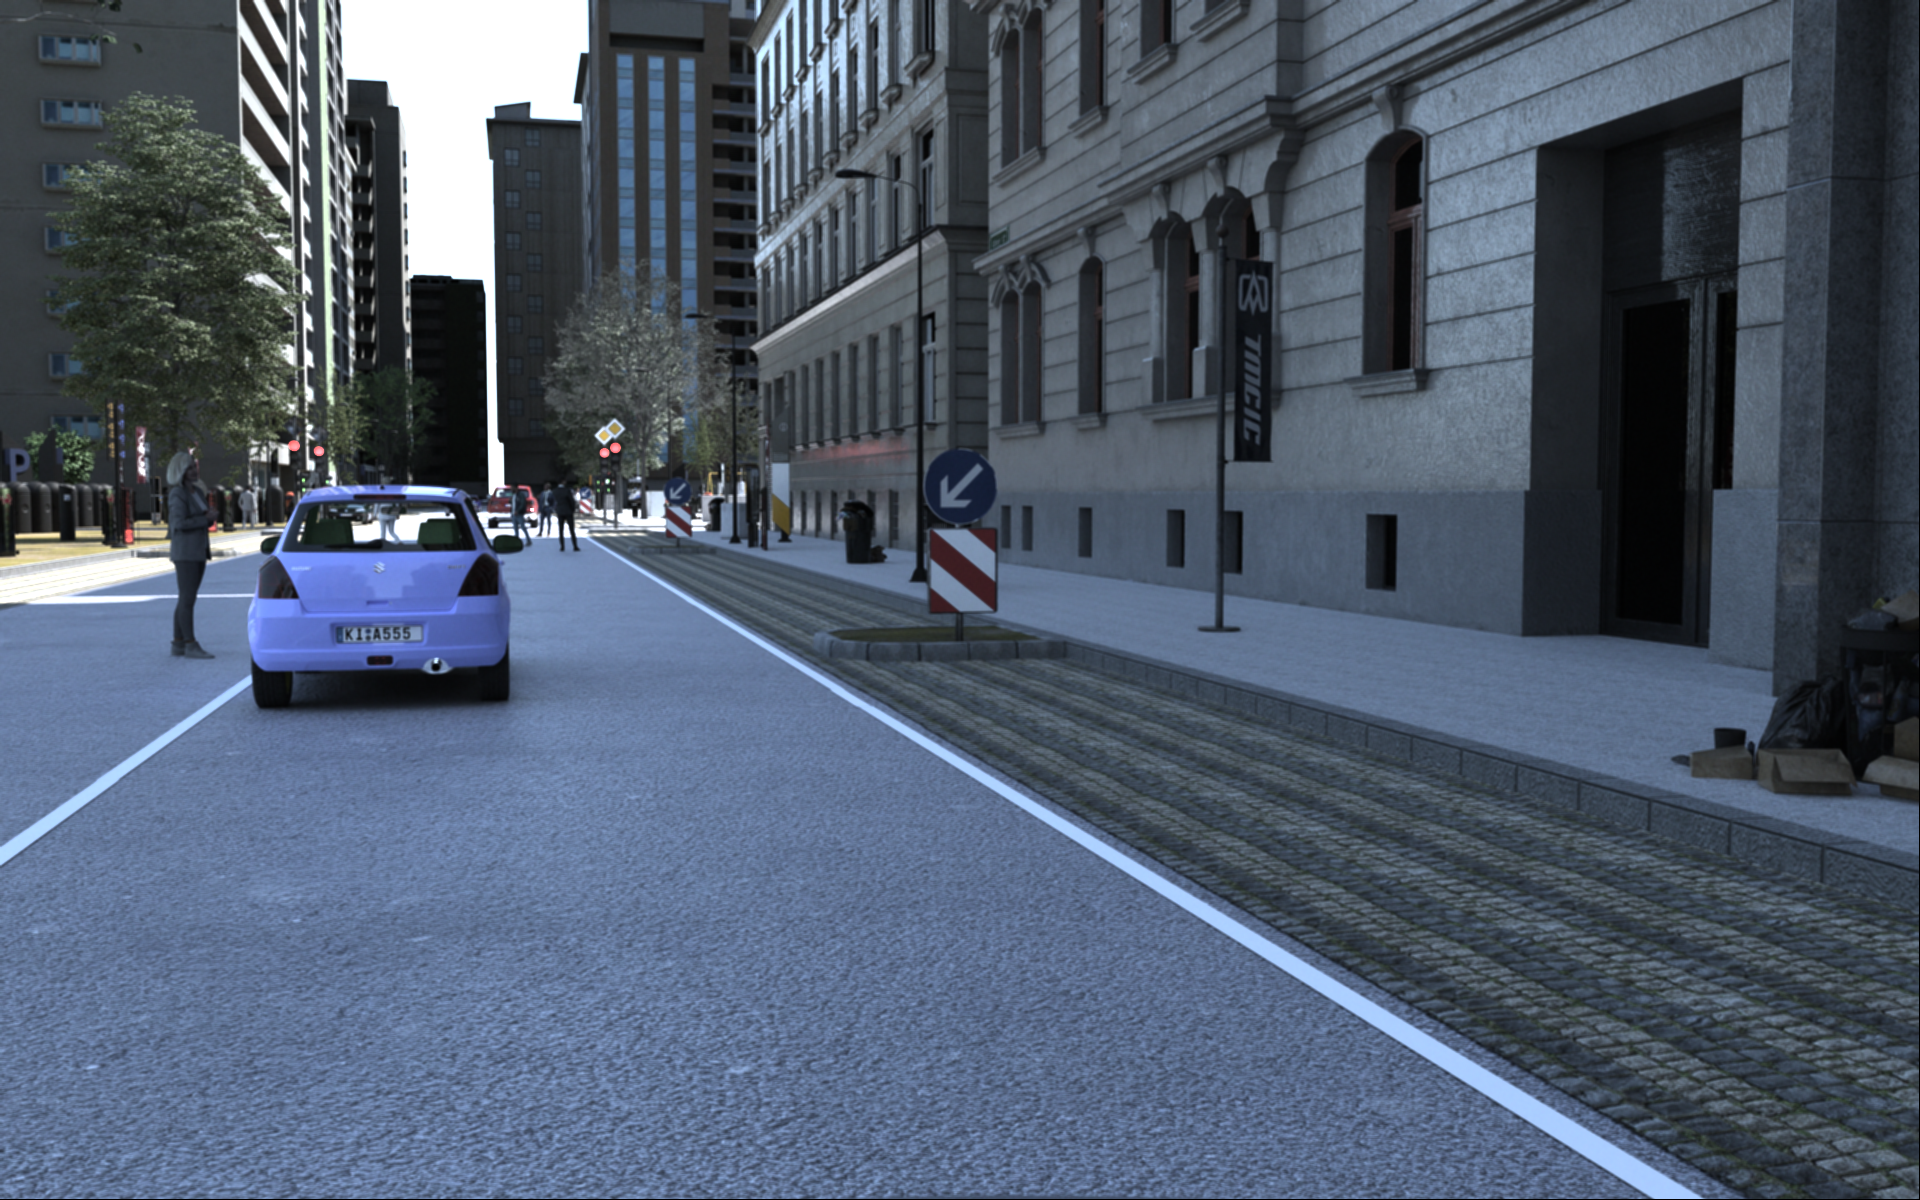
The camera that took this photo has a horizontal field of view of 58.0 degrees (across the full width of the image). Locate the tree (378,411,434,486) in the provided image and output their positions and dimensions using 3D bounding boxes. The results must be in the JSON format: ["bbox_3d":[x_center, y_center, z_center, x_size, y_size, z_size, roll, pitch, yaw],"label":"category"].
[{"bbox_3d":[-50.209,-12.680,157.686,4.360,8.622,3.978,0,3,0],"label":"tree"}]

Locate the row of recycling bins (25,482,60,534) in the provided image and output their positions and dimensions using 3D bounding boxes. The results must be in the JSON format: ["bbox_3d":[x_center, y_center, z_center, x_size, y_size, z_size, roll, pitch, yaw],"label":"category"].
[{"bbox_3d":[-30.606,-3.033,56.710,1.069,1.692,3.534,1,4,10],"label":"row of recycling bins"}]

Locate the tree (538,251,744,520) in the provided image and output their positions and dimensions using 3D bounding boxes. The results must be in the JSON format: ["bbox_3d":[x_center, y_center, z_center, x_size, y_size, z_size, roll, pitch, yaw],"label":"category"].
[{"bbox_3d":[-16.089,-10.837,87.555,12.009,13.543,11.850,0,3,0],"label":"tree"}]

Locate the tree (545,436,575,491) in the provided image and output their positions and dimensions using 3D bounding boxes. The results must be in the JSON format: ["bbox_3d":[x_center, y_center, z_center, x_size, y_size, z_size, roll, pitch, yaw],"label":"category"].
[{"bbox_3d":[-49.864,-16.283,216.595,4.360,8.622,3.978,0,3,0],"label":"tree"}]

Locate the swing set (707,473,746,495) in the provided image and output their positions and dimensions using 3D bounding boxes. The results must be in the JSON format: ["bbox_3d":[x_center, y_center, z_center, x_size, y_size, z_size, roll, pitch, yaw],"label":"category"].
[{"bbox_3d":[-16.966,-7.969,127.905,3.119,2.851,2.862,-1,4,-21],"label":"swing set"}]

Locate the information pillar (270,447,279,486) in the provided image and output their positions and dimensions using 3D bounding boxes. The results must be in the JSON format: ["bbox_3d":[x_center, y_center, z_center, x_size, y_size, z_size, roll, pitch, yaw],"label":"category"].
[{"bbox_3d":[-34.418,-5.852,87.035,0.504,3.616,0.183,2,4,30],"label":"information pillar"}]

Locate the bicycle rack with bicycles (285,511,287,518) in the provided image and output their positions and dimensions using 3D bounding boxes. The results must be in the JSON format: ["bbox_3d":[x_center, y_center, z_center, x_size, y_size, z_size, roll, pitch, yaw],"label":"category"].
[{"bbox_3d":[-33.960,-4.313,83.893,2.925,0.926,2.852,0,4,8],"label":"bicycle rack with bicycles"}]

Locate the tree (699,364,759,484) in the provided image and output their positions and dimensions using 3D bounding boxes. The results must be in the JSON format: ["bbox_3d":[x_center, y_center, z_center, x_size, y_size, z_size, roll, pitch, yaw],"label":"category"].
[{"bbox_3d":[-12.730,-9.015,97.761,4.360,8.622,3.978,0,3,0],"label":"tree"}]

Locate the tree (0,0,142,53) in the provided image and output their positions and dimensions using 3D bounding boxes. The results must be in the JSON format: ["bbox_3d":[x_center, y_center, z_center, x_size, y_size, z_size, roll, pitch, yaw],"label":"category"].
[{"bbox_3d":[-17.397,-10.338,24.912,12.611,20.169,13.585,0,3,0],"label":"tree"}]

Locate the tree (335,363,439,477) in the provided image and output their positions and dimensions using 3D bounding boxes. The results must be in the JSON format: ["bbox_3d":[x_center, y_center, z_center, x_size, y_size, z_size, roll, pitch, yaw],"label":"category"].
[{"bbox_3d":[-45.118,-12.871,136.188,9.928,11.665,9.643,0,3,0],"label":"tree"}]

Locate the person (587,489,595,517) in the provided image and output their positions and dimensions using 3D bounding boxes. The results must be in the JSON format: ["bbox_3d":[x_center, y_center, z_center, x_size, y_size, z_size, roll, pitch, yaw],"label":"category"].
[{"bbox_3d":[-20.925,-5.427,98.231,0.512,1.701,0.522,1,4,12],"label":"person"}]

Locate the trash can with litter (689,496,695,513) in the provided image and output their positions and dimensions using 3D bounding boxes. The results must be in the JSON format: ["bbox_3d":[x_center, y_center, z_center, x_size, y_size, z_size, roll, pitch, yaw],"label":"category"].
[{"bbox_3d":[-17.108,-6.215,113.001,1.055,1.170,0.624,-3,5,-39],"label":"trash can with litter"}]

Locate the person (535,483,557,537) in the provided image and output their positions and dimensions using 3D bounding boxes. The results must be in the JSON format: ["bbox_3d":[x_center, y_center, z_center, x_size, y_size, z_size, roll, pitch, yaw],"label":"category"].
[{"bbox_3d":[-13.934,-3.034,58.292,0.721,1.800,0.419,1,4,9],"label":"person"}]

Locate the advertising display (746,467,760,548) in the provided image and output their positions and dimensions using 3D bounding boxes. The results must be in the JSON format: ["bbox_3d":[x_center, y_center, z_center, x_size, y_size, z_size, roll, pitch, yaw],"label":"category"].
[{"bbox_3d":[-4.997,-2.239,41.821,0.123,1.923,0.974,0,4,6],"label":"advertising display"}]

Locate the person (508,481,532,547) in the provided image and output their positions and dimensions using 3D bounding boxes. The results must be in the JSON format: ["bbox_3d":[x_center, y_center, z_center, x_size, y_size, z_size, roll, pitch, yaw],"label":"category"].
[{"bbox_3d":[-12.054,-2.348,47.236,0.623,1.781,0.721,2,4,32],"label":"person"}]

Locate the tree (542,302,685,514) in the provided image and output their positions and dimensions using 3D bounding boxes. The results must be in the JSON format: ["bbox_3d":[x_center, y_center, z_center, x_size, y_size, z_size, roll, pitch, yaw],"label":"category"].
[{"bbox_3d":[-22.630,-12.671,113.831,9.857,13.997,8.962,0,3,0],"label":"tree"}]

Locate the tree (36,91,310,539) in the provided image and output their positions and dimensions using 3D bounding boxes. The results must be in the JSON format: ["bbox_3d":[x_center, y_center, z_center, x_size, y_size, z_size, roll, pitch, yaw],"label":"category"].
[{"bbox_3d":[-22.565,-8.062,49.938,7.486,12.596,7.792,0,3,0],"label":"tree"}]

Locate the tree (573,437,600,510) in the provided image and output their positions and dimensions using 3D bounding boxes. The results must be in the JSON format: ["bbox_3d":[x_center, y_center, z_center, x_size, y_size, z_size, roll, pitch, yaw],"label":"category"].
[{"bbox_3d":[-29.742,-11.607,140.144,4.737,8.622,4.395,0,3,0],"label":"tree"}]

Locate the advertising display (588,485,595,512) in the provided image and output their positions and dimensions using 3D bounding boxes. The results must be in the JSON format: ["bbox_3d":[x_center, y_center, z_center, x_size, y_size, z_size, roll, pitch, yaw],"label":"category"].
[{"bbox_3d":[-26.011,-7.157,122.230,0.123,1.923,0.974,-2,4,-33],"label":"advertising display"}]

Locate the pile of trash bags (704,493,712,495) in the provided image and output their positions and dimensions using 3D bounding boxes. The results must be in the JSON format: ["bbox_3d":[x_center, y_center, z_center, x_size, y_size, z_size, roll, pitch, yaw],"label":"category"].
[{"bbox_3d":[-13.887,-5.821,104.925,3.447,1.369,1.912,0,4,3],"label":"pile of trash bags"}]

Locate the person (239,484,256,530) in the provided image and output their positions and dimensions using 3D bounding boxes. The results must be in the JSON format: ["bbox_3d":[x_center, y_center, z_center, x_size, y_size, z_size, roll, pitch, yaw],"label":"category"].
[{"bbox_3d":[-26.173,-3.355,63.632,0.678,1.792,0.850,0,4,-7],"label":"person"}]

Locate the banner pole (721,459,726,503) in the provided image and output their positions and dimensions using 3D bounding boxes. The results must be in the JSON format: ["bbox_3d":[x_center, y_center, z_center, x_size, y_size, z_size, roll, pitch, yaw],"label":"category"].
[{"bbox_3d":[-16.726,-8.108,122.581,0.401,3.779,0.863,1,4,15],"label":"banner pole"}]

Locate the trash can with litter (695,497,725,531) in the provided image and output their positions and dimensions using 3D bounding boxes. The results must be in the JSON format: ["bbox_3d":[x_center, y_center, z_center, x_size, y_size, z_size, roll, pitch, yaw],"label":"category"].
[{"bbox_3d":[-8.531,-2.959,59.768,0.624,1.170,1.055,-2,4,-34],"label":"trash can with litter"}]

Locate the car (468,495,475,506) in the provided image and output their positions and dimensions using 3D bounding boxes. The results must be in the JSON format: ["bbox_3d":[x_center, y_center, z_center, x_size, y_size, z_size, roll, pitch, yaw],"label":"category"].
[{"bbox_3d":[-32.516,-6.147,112.508,2.014,1.417,4.499,-1,4,-15],"label":"car"}]

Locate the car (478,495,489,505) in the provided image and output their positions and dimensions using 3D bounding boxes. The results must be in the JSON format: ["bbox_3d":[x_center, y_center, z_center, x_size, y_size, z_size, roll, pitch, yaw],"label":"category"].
[{"bbox_3d":[-54.615,-11.398,198.929,1.945,1.354,3.894,-1,4,-13],"label":"car"}]

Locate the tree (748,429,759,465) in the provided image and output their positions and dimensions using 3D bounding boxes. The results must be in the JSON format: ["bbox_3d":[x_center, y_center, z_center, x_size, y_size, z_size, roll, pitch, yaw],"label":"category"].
[{"bbox_3d":[-14.759,-11.587,139.814,4.737,8.622,4.395,0,3,0],"label":"tree"}]

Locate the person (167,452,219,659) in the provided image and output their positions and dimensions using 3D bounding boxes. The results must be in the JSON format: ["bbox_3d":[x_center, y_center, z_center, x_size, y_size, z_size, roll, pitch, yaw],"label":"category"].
[{"bbox_3d":[-6.740,-0.405,15.300,0.526,1.800,0.537,1,4,9],"label":"person"}]

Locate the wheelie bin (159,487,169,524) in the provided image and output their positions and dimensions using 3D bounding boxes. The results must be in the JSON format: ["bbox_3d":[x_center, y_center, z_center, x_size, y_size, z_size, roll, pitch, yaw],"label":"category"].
[{"bbox_3d":[-34.103,-4.100,74.943,0.980,1.594,0.693,-2,4,-28],"label":"wheelie bin"}]

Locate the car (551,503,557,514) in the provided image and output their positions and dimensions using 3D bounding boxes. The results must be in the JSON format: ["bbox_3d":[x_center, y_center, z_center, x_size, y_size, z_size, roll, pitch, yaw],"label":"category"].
[{"bbox_3d":[-29.100,-6.980,126.708,1.945,1.354,3.894,-1,4,-15],"label":"car"}]

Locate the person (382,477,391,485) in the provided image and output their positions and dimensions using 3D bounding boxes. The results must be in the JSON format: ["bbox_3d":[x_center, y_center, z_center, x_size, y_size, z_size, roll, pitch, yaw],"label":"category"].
[{"bbox_3d":[-13.453,-1.984,40.813,0.818,1.842,0.514,2,4,30],"label":"person"}]

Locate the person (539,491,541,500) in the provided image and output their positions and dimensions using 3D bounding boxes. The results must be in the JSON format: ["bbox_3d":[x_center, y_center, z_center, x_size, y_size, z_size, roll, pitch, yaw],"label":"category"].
[{"bbox_3d":[-43.636,-10.425,179.744,0.721,1.735,1.217,0,4,5],"label":"person"}]

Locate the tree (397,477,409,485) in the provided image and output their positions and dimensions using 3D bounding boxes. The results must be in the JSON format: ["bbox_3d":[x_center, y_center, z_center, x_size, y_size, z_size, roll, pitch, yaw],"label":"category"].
[{"bbox_3d":[-55.891,-11.009,174.605,1.663,3.219,1.824,0,3,0],"label":"tree"}]

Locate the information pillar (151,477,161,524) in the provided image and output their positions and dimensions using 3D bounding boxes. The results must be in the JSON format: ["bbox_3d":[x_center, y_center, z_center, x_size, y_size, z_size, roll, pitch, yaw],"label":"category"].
[{"bbox_3d":[-35.052,-4.343,75.494,0.304,2.012,0.304,-3,5,-44],"label":"information pillar"}]

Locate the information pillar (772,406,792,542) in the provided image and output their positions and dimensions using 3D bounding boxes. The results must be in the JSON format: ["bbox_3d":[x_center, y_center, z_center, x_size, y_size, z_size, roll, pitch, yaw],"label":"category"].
[{"bbox_3d":[-4.766,-3.357,46.247,0.504,3.616,0.183,0,4,8],"label":"information pillar"}]

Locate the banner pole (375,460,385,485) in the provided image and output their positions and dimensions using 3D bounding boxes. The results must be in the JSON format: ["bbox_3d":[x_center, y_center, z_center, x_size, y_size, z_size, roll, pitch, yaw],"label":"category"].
[{"bbox_3d":[-41.975,-8.274,125.291,0.863,3.779,0.401,0,4,-8],"label":"banner pole"}]

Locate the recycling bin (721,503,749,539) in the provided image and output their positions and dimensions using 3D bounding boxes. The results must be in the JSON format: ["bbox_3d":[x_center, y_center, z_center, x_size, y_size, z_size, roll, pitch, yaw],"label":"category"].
[{"bbox_3d":[-6.339,-2.256,49.439,0.722,1.027,0.722,3,4,37],"label":"recycling bin"}]

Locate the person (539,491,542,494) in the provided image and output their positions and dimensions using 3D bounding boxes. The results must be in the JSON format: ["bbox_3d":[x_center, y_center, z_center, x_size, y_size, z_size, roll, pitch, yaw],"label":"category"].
[{"bbox_3d":[-46.205,-11.163,191.035,1.348,1.821,0.705,0,4,-8],"label":"person"}]

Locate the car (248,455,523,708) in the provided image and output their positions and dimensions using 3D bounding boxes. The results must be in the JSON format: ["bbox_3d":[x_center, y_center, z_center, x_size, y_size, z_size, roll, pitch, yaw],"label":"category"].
[{"bbox_3d":[-4.286,-0.213,13.075,1.945,1.707,3.694,-1,4,-16],"label":"car"}]

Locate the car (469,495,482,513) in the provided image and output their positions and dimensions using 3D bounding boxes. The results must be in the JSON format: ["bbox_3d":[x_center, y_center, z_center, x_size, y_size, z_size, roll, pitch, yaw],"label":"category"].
[{"bbox_3d":[-37.746,-7.382,133.277,1.945,1.354,3.894,-1,4,-13],"label":"car"}]

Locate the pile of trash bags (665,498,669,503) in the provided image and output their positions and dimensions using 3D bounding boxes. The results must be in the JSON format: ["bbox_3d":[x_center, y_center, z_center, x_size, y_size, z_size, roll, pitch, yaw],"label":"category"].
[{"bbox_3d":[-21.844,-7.110,125.999,1.912,1.369,3.447,-2,4,-29],"label":"pile of trash bags"}]

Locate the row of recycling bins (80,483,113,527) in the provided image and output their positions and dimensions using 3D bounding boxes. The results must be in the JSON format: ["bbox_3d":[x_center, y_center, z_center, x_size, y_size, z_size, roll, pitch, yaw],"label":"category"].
[{"bbox_3d":[-34.067,-3.694,67.517,1.069,1.692,3.534,0,4,2],"label":"row of recycling bins"}]

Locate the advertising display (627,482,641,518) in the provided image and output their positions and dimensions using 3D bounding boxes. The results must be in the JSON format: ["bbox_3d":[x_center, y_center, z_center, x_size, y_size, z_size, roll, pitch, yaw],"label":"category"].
[{"bbox_3d":[-17.745,-5.464,94.556,0.974,1.923,0.123,2,4,30],"label":"advertising display"}]

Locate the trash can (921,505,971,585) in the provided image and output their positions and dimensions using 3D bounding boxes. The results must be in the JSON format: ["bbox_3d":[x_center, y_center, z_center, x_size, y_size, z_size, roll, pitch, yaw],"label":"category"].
[{"bbox_3d":[-0.149,-0.715,23.339,0.748,1.137,0.748,0,3,0],"label":"trash can"}]

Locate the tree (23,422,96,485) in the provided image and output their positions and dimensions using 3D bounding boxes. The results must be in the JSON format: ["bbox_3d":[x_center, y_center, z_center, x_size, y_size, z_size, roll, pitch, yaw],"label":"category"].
[{"bbox_3d":[-41.241,-5.852,79.387,4.285,4.588,4.351,0,3,0],"label":"tree"}]

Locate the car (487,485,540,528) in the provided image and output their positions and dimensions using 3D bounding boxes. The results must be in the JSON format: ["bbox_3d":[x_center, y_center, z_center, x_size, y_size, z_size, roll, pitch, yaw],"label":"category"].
[{"bbox_3d":[-19.064,-3.994,73.979,2.281,1.827,5.304,-1,4,-13],"label":"car"}]

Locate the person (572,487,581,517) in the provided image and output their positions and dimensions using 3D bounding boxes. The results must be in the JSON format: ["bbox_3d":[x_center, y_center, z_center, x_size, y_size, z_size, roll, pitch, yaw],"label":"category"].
[{"bbox_3d":[-21.974,-5.534,99.075,0.850,1.850,0.679,2,4,27],"label":"person"}]

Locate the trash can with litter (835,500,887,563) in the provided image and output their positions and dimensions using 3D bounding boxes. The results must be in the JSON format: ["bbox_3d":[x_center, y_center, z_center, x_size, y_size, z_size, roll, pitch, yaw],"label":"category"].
[{"bbox_3d":[-1.818,-1.276,32.251,0.624,1.170,1.055,2,4,26],"label":"trash can with litter"}]

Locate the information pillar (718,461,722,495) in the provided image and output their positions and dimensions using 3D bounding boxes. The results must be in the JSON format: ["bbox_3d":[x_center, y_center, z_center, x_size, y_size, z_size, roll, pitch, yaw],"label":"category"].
[{"bbox_3d":[-17.216,-8.123,124.170,0.183,3.616,0.504,-2,4,-31],"label":"information pillar"}]

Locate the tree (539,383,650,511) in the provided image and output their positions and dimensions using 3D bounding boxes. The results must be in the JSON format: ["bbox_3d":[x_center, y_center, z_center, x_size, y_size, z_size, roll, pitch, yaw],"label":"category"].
[{"bbox_3d":[-27.862,-12.162,133.269,8.767,10.594,7.601,-2,4,-23],"label":"tree"}]

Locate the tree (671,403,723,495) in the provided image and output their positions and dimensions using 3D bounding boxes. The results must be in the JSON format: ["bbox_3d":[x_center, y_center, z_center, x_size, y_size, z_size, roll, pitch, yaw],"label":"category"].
[{"bbox_3d":[-20.245,-11.328,135.574,4.737,8.622,4.395,0,3,0],"label":"tree"}]

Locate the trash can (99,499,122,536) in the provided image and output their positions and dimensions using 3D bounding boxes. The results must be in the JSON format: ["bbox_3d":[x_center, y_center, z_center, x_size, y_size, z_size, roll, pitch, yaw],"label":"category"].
[{"bbox_3d":[-25.642,-2.493,52.419,0.748,1.137,0.748,0,3,0],"label":"trash can"}]

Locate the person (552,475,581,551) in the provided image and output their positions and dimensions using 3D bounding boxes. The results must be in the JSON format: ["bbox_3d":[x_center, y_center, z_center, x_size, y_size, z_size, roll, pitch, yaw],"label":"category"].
[{"bbox_3d":[-9.950,-2.192,43.695,0.648,1.900,0.474,0,4,5],"label":"person"}]

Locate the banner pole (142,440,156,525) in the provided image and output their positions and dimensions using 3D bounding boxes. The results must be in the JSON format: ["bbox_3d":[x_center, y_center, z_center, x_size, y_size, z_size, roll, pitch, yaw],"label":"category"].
[{"bbox_3d":[-33.157,-4.945,70.862,0.863,3.779,0.401,2,4,23],"label":"banner pole"}]

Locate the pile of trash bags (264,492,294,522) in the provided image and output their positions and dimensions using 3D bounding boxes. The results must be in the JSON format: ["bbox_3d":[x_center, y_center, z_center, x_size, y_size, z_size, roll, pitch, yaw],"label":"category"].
[{"bbox_3d":[-31.172,-4.299,80.037,1.912,1.369,3.447,-1,4,-14],"label":"pile of trash bags"}]

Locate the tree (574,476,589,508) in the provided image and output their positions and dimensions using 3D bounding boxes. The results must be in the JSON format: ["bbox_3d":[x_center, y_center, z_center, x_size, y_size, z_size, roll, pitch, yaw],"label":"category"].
[{"bbox_3d":[-35.271,-10.140,160.383,1.663,3.219,1.824,0,3,0],"label":"tree"}]

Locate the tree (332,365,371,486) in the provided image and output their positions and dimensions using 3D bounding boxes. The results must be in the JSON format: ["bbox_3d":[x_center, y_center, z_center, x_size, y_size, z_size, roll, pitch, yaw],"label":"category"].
[{"bbox_3d":[-34.988,-8.981,97.210,4.737,8.622,4.395,0,3,0],"label":"tree"}]

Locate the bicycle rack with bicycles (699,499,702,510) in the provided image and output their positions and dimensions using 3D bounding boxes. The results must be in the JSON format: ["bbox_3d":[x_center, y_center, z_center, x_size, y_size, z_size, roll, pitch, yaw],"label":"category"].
[{"bbox_3d":[-20.658,-7.809,141.063,2.852,0.926,2.925,0,4,-3],"label":"bicycle rack with bicycles"}]

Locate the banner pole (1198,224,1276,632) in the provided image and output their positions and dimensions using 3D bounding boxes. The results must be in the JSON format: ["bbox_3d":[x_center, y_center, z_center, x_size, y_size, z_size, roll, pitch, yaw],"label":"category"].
[{"bbox_3d":[2.632,-1.607,16.295,0.863,3.779,0.401,-2,4,-32],"label":"banner pole"}]

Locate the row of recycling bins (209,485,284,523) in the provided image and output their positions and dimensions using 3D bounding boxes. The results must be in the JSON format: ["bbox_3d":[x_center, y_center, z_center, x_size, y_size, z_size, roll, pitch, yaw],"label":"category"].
[{"bbox_3d":[-31.572,-4.246,76.540,3.534,1.692,1.069,0,4,8],"label":"row of recycling bins"}]

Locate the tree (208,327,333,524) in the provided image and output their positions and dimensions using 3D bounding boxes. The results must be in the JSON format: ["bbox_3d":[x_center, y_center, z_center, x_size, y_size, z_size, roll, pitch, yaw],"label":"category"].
[{"bbox_3d":[-29.990,-7.544,73.704,4.737,8.622,4.395,0,3,0],"label":"tree"}]
